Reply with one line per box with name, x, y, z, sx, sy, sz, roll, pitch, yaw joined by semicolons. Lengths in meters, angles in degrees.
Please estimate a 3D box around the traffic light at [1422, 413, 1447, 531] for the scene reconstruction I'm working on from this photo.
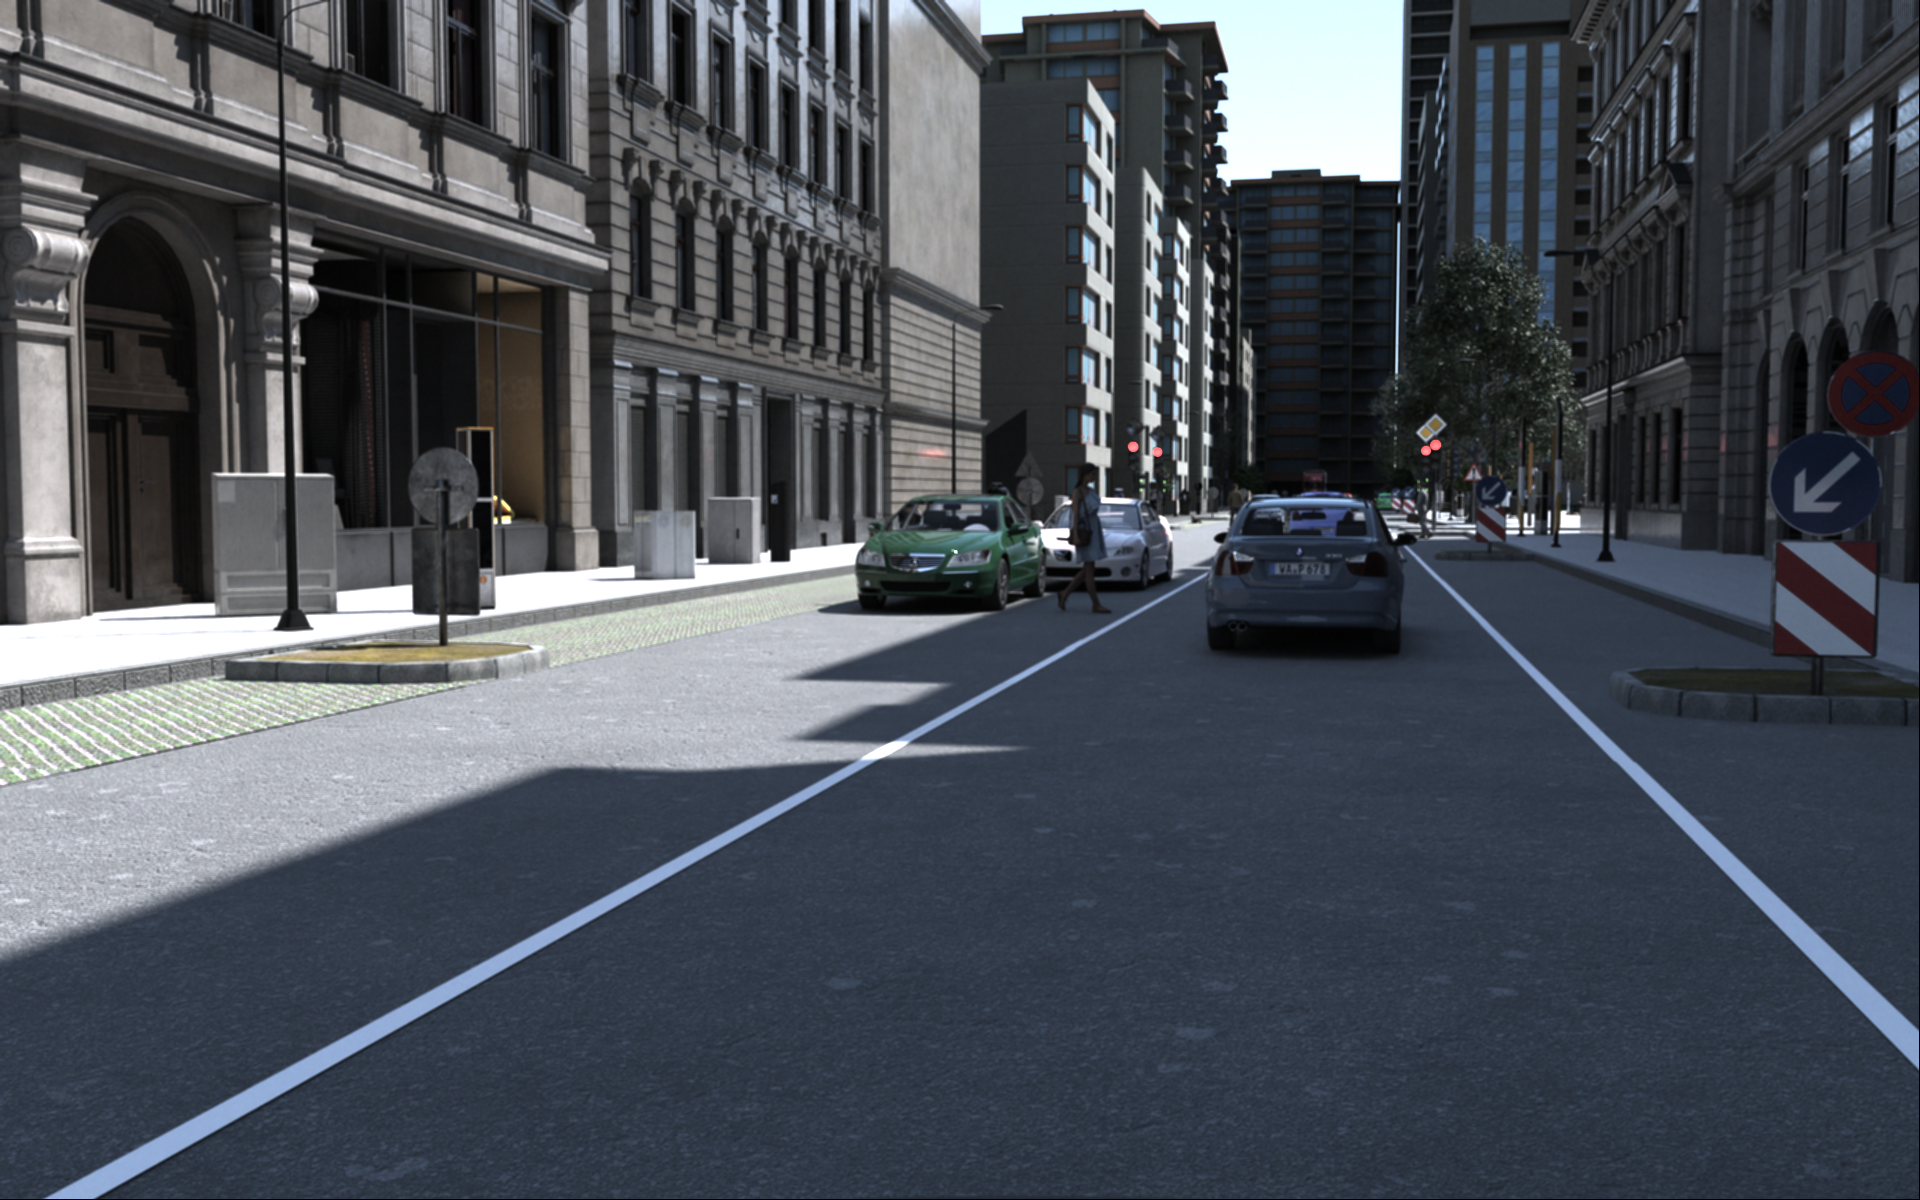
traffic light;16.516;-4.367;60.322;0.839;4.253;0.868;1;4;13

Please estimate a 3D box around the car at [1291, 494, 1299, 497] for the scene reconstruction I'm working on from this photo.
car;32.367;-9.391;165.335;2.131;1.459;4.920;1;4;14

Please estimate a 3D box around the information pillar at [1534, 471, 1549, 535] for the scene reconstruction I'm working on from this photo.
information pillar;18.296;-3.058;54.493;0.304;2.012;0.304;-2;4;-26

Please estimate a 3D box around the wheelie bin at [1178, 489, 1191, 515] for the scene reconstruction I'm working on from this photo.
wheelie bin;13.672;-5.958;105.316;0.693;1.594;0.980;-1;4;-10

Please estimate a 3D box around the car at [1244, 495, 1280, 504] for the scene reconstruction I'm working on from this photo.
car;13.880;-4.076;78.651;2.014;1.417;4.499;1;4;14

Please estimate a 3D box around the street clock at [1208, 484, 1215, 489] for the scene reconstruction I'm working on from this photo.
street clock;18.992;-7.721;130.815;0.471;2.002;0.358;0;3;0

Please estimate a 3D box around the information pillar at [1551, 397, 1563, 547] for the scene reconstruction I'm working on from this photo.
information pillar;14.425;-3.084;41.773;0.183;3.616;0.504;1;4;10

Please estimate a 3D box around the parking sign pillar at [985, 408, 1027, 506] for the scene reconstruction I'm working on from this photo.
parking sign pillar;1.447;-4.048;54.664;1.447;3.967;1.447;0;4;1

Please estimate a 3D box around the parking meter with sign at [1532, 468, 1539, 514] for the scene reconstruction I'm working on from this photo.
parking meter with sign;37.353;-7.128;112.810;0.543;3.016;1.738;1;4;20

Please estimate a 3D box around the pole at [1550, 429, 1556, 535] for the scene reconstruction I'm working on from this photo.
pole;18.667;-3.703;54.391;0.158;3.312;0.155;0;3;0

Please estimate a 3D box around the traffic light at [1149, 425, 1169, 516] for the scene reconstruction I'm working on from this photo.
traffic light;8.075;-4.983;70.400;0.839;4.253;0.868;1;4;13

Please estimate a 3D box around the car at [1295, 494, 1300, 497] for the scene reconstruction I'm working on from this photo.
car;10.939;-2.543;53.375;2.131;1.459;4.920;1;4;11

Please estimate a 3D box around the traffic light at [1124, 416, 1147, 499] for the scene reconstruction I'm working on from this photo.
traffic light;6.309;-4.507;62.611;0.839;4.253;0.868;1;4;13

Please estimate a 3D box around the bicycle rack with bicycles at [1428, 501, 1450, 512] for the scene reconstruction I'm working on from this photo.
bicycle rack with bicycles;35.410;-6.965;127.255;2.925;0.926;2.852;0;4;-4

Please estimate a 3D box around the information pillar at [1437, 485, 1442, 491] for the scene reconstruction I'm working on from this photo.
information pillar;37.671;-8.052;136.149;0.304;2.012;0.304;-1;4;-19

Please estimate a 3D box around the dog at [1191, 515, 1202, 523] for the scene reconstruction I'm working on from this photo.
dog;11.486;-3.925;84.374;0.550;0.427;0.748;-2;4;-33

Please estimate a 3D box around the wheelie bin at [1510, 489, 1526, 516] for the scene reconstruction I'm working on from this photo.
wheelie bin;32.614;-5.705;101.190;0.980;1.594;0.693;-1;4;-15

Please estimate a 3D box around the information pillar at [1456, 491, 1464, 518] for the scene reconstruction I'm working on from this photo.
information pillar;27.200;-5.485;94.167;0.304;2.012;0.304;2;4;31

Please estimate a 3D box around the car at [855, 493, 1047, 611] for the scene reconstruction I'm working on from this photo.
car;-0.025;-0.680;22.920;2.131;1.459;4.920;1;4;12

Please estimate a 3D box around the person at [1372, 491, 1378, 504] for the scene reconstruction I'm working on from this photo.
person;37.622;-9.053;157.073;0.434;1.755;0.990;2;4;29

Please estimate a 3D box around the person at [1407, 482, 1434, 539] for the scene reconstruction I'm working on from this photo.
person;14.764;-2.863;55.423;0.853;1.813;0.709;2;4;26

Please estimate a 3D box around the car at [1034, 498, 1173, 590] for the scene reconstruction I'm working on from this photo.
car;2.251;-0.923;27.451;2.083;1.381;4.827;1;4;14

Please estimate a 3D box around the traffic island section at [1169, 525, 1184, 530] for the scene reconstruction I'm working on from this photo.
traffic island section;8.038;-2.952;70.543;2.009;0.180;2.903;1;4;13

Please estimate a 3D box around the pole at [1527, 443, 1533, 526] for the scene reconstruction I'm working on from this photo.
pole;22.678;-4.590;68.889;0.158;3.312;0.155;0;3;0

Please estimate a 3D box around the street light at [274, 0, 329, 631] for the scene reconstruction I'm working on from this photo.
street light;-5.768;-2.662;16.057;1.470;5.913;1.316;1;4;13

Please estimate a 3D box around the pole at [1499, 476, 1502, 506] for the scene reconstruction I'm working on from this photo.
pole;39.015;-8.023;125.018;0.158;3.312;0.155;0;3;0

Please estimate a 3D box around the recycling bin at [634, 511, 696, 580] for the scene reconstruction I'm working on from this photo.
recycling bin;-4.476;-0.838;26.250;0.722;1.027;0.722;-2;4;-35

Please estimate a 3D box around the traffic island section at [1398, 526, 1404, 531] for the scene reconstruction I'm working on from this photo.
traffic island section;18.318;-2.809;68.216;2.009;0.180;2.903;1;4;13

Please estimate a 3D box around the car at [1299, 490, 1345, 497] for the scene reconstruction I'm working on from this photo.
car;9.579;-2.220;45.887;1.945;1.707;3.694;1;4;11

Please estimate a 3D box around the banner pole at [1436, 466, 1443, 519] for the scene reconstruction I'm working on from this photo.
banner pole;25.140;-6.156;90.663;0.401;3.779;0.863;1;4;17

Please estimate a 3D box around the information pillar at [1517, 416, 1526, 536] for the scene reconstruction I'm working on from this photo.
information pillar;17.032;-3.741;52.520;0.183;3.616;0.504;0;4;5

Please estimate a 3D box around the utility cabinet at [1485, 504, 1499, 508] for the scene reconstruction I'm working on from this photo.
utility cabinet;31.451;-5.726;102.298;0.318;1.500;1.173;3;5;42

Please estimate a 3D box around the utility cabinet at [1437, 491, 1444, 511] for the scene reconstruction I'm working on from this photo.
utility cabinet;36.764;-7.587;132.724;0.318;1.500;1.173;2;4;32

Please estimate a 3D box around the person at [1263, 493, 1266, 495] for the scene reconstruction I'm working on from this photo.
person;39.555;-13.208;225.126;0.621;1.740;0.551;-3;5;-39

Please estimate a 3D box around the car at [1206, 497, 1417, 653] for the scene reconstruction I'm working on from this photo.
car;3.455;-0.308;17.034;2.014;1.417;4.499;1;4;14

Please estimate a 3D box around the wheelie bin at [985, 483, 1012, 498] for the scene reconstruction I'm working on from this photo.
wheelie bin;1.025;-2.461;48.153;0.693;1.594;0.980;2;4;29

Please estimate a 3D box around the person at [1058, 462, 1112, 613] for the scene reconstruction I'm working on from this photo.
person;1.476;-0.753;20.901;0.778;1.811;0.616;3;4;36

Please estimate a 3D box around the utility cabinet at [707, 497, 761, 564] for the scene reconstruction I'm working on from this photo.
utility cabinet;-4.176;-1.273;31.981;1.020;1.237;0.306;2;4;30

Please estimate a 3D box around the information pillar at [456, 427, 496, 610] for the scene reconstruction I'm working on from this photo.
information pillar;-5.371;-0.901;19.227;0.304;2.012;0.304;-3;5;-41

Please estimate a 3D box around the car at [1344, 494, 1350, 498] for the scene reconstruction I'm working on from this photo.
car;20.719;-5.094;95.083;2.131;1.459;4.920;1;4;13

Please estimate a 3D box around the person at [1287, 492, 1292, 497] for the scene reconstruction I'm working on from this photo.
person;41.236;-12.667;216.432;1.217;1.723;0.721;-2;4;-24

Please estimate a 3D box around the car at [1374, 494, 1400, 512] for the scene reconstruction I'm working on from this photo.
car;32.224;-7.445;130.516;1.959;1.807;4.718;1;4;13

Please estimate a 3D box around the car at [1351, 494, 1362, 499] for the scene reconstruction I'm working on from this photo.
car;43.316;-11.132;190.804;1.959;1.807;4.718;1;4;13

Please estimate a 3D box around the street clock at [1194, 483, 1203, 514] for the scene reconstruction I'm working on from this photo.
street clock;14.991;-6.381;108.903;0.471;2.002;0.358;-1;4;-22

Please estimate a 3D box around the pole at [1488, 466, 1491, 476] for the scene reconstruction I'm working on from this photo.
pole;37.489;-7.879;122.662;0.158;3.312;0.155;0;3;0

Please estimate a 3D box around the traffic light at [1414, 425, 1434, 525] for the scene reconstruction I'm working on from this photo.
traffic light;18.282;-4.843;68.111;0.839;4.253;0.868;1;4;13

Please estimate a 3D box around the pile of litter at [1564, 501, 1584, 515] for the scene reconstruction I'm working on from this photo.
pile of litter;37.556;-5.570;105.029;1.719;0.858;1.176;3;5;41

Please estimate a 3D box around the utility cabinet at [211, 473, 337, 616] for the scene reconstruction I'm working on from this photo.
utility cabinet;-7.248;-0.590;18.332;1.173;1.500;0.318;-2;4;-33

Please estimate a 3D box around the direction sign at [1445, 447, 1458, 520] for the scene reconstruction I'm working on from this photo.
direction sign;23.864;-5.636;84.139;0.876;3.537;0.379;-2;4;-32

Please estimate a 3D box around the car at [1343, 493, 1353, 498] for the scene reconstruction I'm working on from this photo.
car;25.348;-6.481;115.001;2.155;1.783;4.494;1;4;14

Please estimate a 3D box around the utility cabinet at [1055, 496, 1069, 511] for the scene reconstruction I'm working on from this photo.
utility cabinet;3.510;-2.958;59.531;0.306;1.237;1.020;1;4;15

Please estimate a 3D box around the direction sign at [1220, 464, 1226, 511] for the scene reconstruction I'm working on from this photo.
direction sign;19.791;-8.467;130.436;0.379;3.537;0.876;-1;4;-19

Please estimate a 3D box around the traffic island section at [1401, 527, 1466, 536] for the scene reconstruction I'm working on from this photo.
traffic island section;16.553;-2.333;60.428;2.009;0.180;2.903;1;4;13

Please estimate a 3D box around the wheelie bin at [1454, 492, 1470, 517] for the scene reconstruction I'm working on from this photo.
wheelie bin;27.962;-5.414;96.420;0.980;1.594;0.693;-3;5;-42

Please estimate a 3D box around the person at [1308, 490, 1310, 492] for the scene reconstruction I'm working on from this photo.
person;36.531;-10.547;181.084;0.705;1.807;1.348;0;4;2

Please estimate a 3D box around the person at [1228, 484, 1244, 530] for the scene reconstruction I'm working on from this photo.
person;11.133;-3.751;69.735;0.656;1.842;0.836;-2;4;-33
